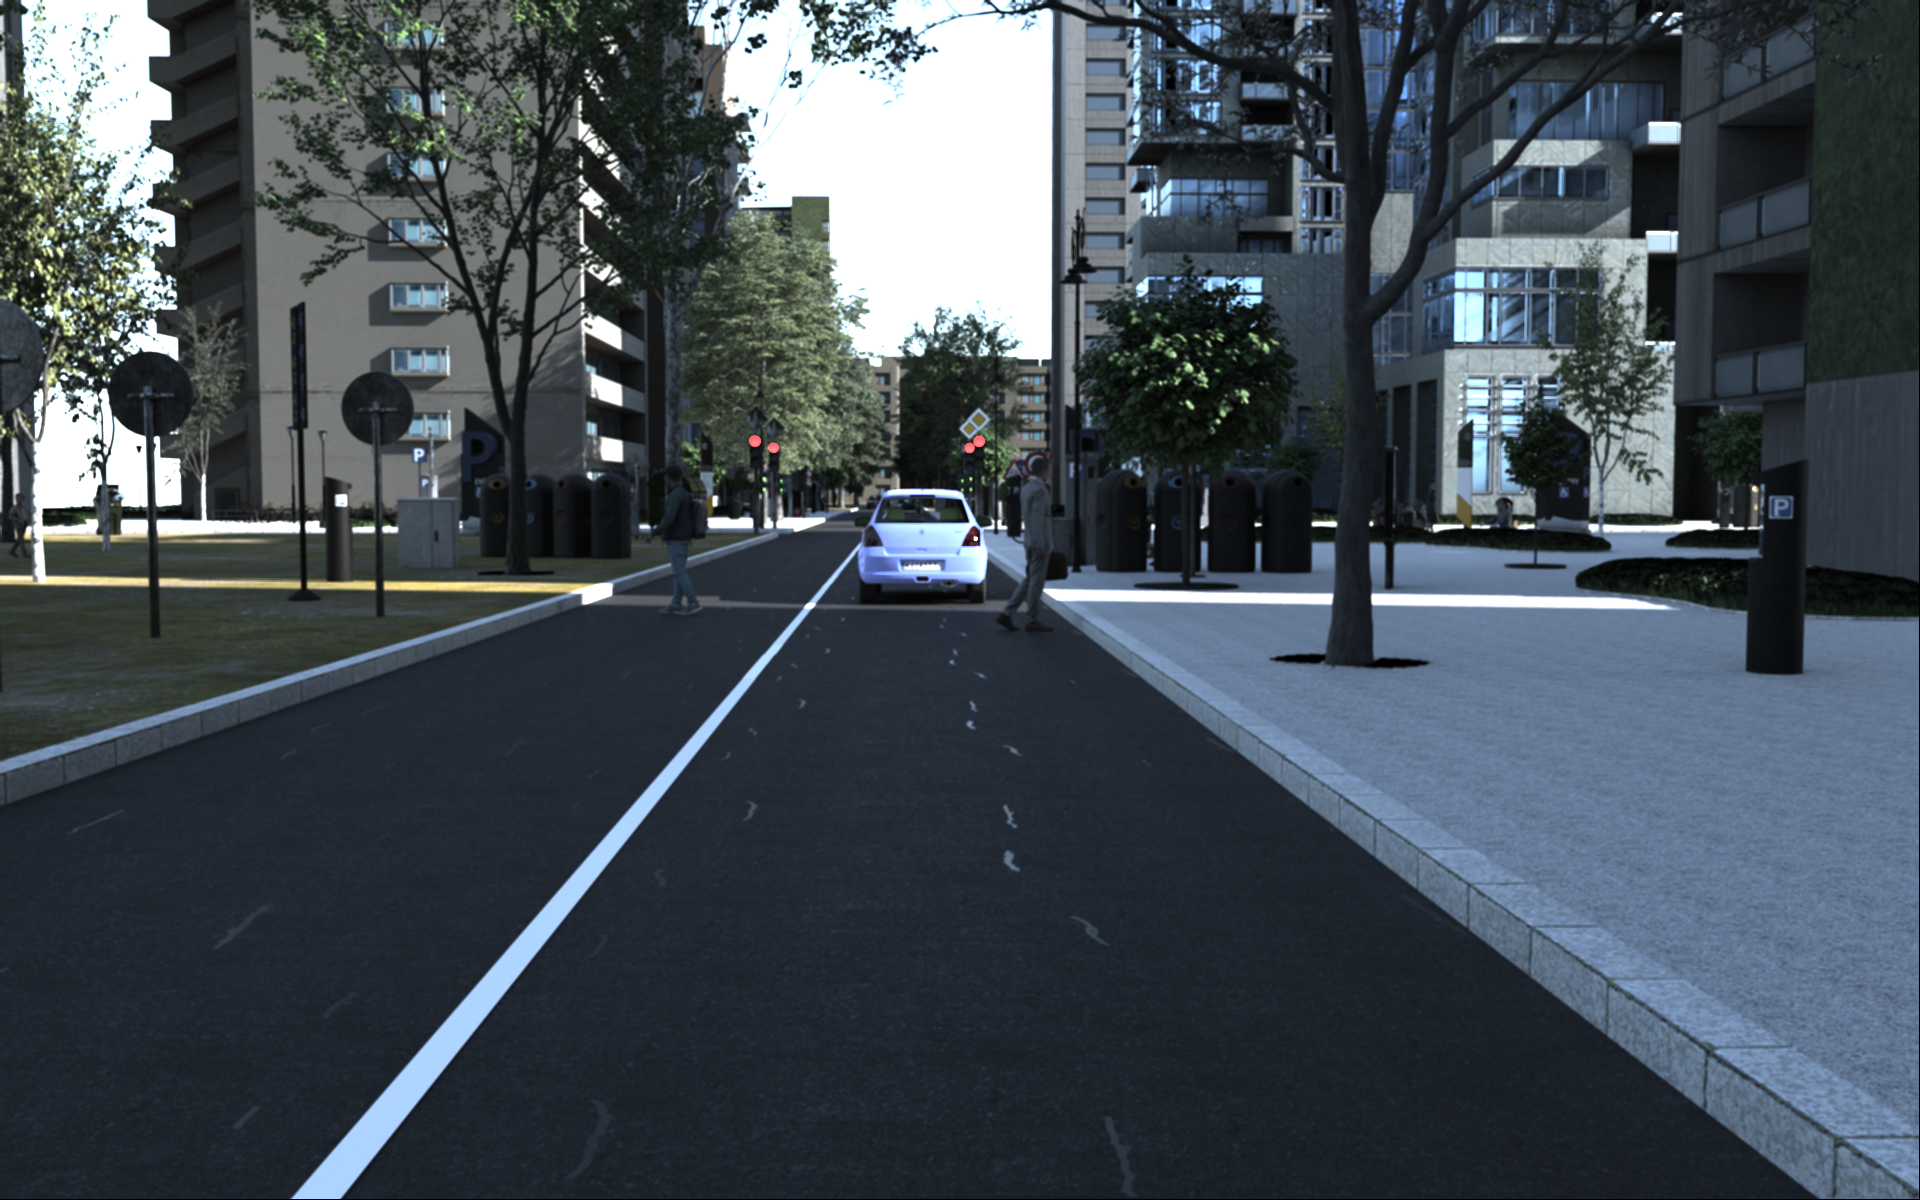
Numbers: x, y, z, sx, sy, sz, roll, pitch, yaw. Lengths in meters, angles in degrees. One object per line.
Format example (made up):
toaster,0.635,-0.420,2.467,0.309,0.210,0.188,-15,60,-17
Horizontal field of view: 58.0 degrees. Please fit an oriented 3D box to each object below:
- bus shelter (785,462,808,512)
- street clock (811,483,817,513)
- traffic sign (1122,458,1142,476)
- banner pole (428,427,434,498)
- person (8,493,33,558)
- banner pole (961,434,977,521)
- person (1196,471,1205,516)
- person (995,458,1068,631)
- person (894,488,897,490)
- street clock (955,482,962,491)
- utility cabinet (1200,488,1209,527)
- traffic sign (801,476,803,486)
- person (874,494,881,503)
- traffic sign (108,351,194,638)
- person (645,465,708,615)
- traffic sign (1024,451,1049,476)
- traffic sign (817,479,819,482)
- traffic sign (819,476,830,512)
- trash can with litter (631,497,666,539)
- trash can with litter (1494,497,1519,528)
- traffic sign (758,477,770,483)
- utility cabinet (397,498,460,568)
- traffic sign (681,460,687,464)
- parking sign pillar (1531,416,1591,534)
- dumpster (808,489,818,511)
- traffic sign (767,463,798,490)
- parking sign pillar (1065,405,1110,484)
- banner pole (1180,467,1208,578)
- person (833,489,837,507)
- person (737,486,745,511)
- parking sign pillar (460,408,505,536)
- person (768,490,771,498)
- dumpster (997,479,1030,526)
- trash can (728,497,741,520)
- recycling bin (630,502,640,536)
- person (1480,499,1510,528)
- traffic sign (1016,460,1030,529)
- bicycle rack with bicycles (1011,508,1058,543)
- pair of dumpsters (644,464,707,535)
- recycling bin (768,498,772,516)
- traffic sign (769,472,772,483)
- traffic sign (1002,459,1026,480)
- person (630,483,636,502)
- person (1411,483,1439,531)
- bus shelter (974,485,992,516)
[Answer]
bus shelter,-11.819,-8.831,122.017,2.179,5.291,8.768,0,4,-2
street clock,-9.893,-6.862,116.770,0.358,2.002,0.471,3,4,36
traffic sign,4.773,-2.810,48.076,0.606,2.300,0.079,0,4,6
banner pole,-19.591,-4.541,64.269,0.401,3.779,0.863,-2,4,-26
person,-18.918,-1.503,34.893,0.640,1.303,0.475,1,4,11
banner pole,0.433,-5.007,71.873,0.863,3.779,0.401,1,4,10
person,5.488,-2.090,40.228,0.388,1.821,0.555,3,4,36
person,0.810,-0.582,18.139,0.853,1.813,0.709,-1,4,-19
person,-3.971,-5.947,106.080,0.624,1.780,0.694,3,5,44
street clock,0.018,-4.954,85.564,0.358,2.002,0.471,-3,5,-44
utility cabinet,9.075,-3.569,67.031,1.173,1.500,0.318,1,4,10
traffic sign,-10.835,-7.104,116.264,0.768,2.556,0.104,0,4,7
person,-7.424,-9.037,159.508,1.065,1.426,0.557,1,4,21
traffic sign,-7.199,-0.936,15.418,0.768,2.556,0.104,0,4,1
person,-3.378,-0.726,20.721,0.721,1.781,0.623,0,4,-3
traffic sign,2.303,-3.152,51.648,0.768,2.556,0.104,0,4,8
traffic sign,-10.631,-8.165,133.596,0.768,2.556,0.104,0,4,2
traffic sign,-9.455,-7.365,120.527,0.768,2.556,0.104,0,4,6
trash can with litter,-8.767,-2.364,49.714,2.233,1.210,1.678,-3,5,-42
trash can with litter,20.484,-3.270,64.847,0.624,1.170,1.055,3,5,44
traffic sign,-12.313,-6.645,108.743,0.768,2.556,0.104,0,4,4
utility cabinet,-9.253,-1.162,30.162,1.020,1.237,0.306,0,4,7
traffic sign,-10.285,-3.862,63.252,0.768,2.556,0.104,0,4,-1
parking sign pillar,19.024,-4.019,54.187,1.447,3.967,1.447,-3,4,-39
dumpster,-11.218,-7.521,128.719,1.264,1.857,1.865,0,4,-2
traffic sign,-11.642,-7.374,114.440,2.265,3.308,0.079,0,4,2
parking sign pillar,3.847,-3.905,52.324,1.447,3.967,1.447,-1,4,-15
banner pole,3.767,-2.253,26.861,0.863,3.779,0.401,-3,5,-45
person,-12.302,-10.024,170.488,0.434,1.755,0.990,1,4,14
person,-13.477,-6.115,106.372,0.623,1.781,0.721,2,4,32
parking sign pillar,-14.830,-4.000,53.866,1.447,3.967,1.447,1,4,14
person,-20.507,-10.979,186.275,1.217,1.743,0.721,0,4,-6
dumpster,2.277,-4.076,69.133,1.502,2.255,1.985,0,4,-2
trash can,-11.366,-4.626,87.295,0.748,1.137,0.748,0,3,0
recycling bin,-10.364,-2.494,53.338,0.722,1.027,0.722,3,5,39
person,14.216,-2.098,45.837,0.738,1.151,1.012,0,4,7
traffic sign,2.275,-3.910,64.037,0.768,2.556,0.104,0,4,4
bicycle rack with bicycles,2.681,-1.903,44.488,2.925,0.926,2.852,1,4,19
pair of dumpsters,-8.998,-3.197,54.763,1.574,2.255,4.437,0,4,-2
recycling bin,-11.215,-5.437,101.451,0.722,1.027,0.722,-2,4,-27
traffic sign,-10.076,-5.779,94.593,0.768,2.556,0.104,0,4,5
traffic sign,1.986,-3.879,63.418,0.884,2.594,0.081,0,4,6
person,-16.002,-4.800,84.692,0.661,1.801,0.590,-1,4,-16
person,15.897,-3.095,59.320,1.509,1.804,0.699,-2,4,-30
bus shelter,1.080,-7.341,111.315,1.731,3.624,6.357,0,4,-2
